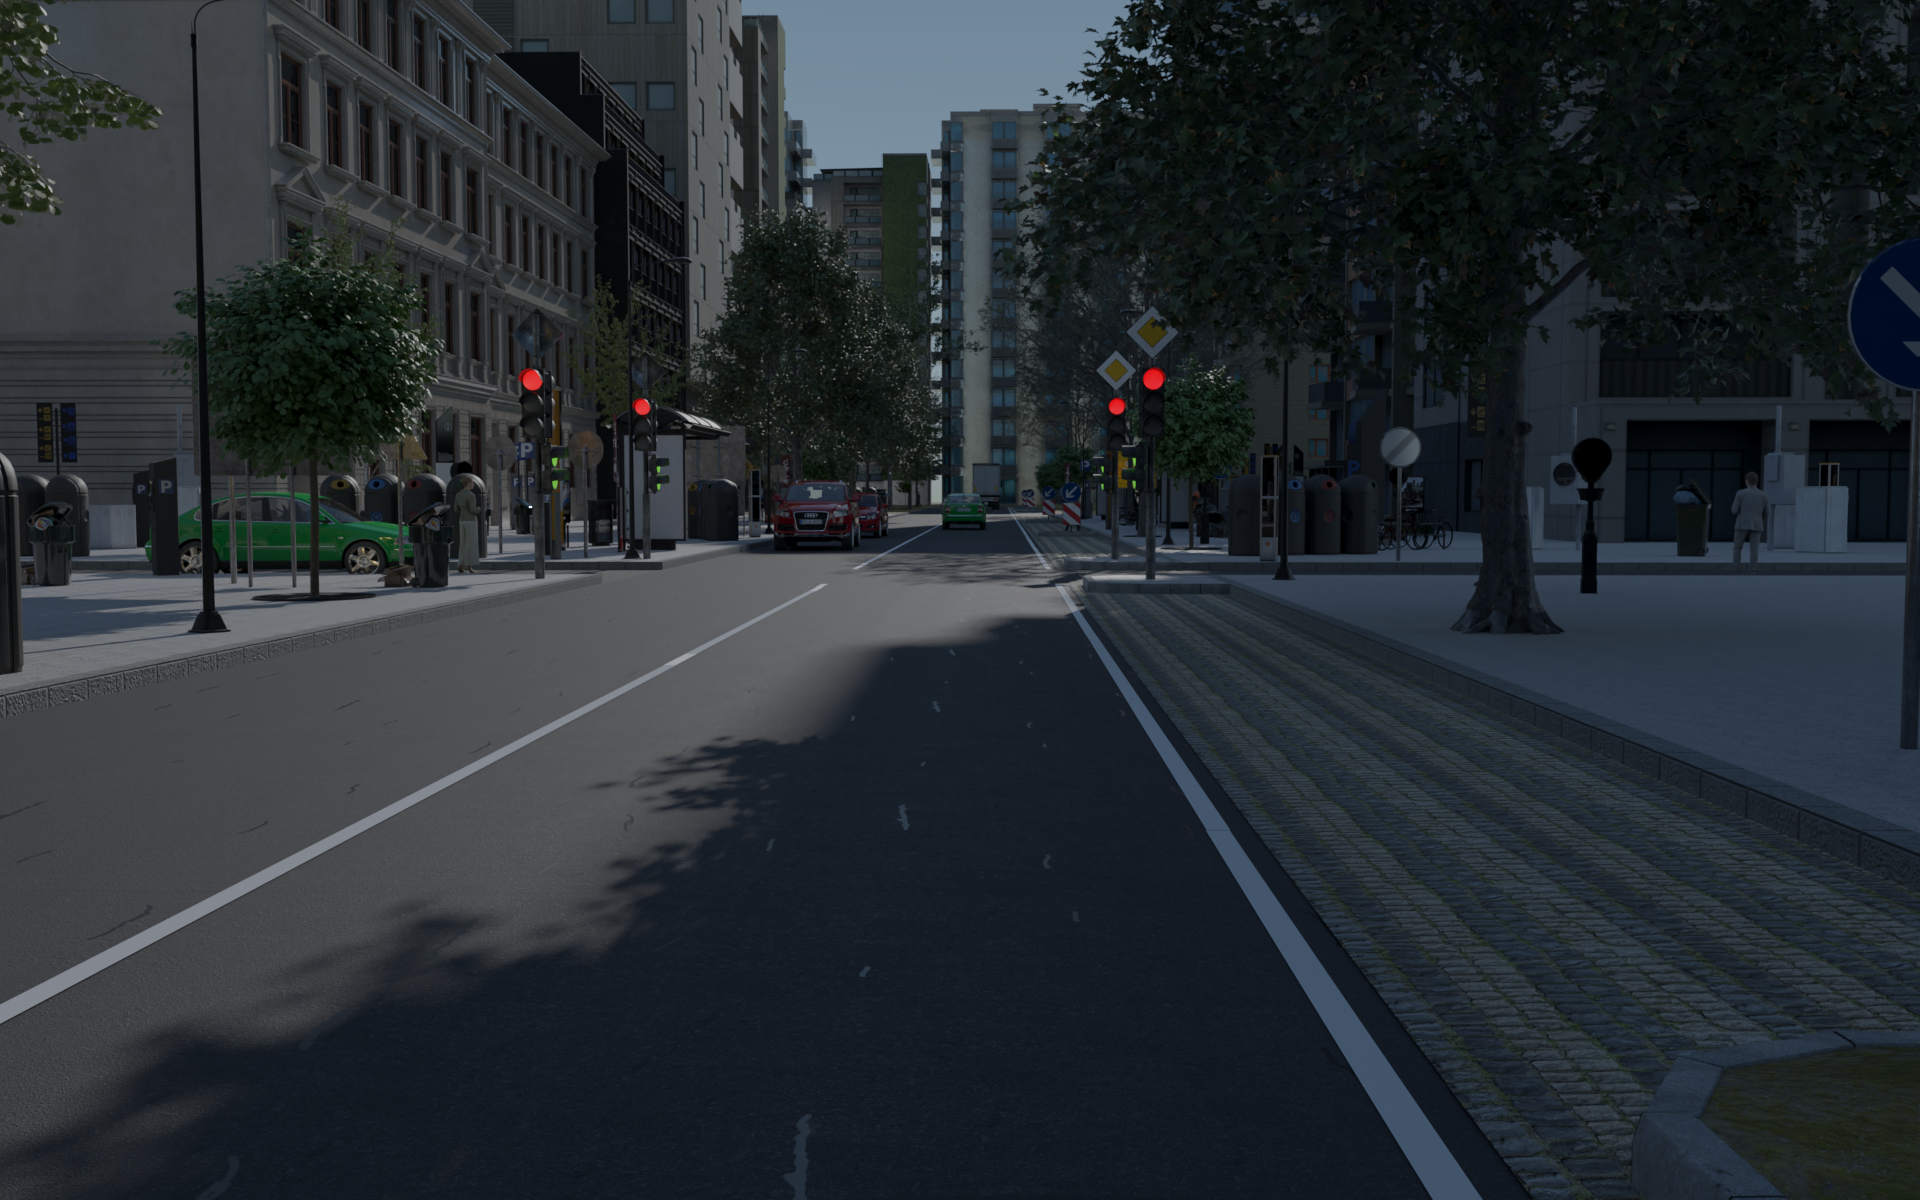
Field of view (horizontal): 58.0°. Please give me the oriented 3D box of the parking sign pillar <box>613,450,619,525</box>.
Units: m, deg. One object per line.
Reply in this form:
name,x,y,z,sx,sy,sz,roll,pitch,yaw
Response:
parking sign pillar,-13.872,-5.129,72.328,1.447,3.967,1.447,-2,4,-29

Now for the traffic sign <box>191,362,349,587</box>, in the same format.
traffic sign,-9.457,-1.826,23.731,2.265,3.308,0.079,0,4,8

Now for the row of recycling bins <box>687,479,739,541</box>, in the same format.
row of recycling bins,-6.927,-2.546,48.735,1.069,1.692,3.534,-1,4,-19

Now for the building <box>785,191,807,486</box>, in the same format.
building,-21.811,-24.218,167.666,14.107,30.474,14.160,0,4,1

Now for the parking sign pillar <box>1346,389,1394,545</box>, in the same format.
parking sign pillar,10.301,-3.393,43.950,1.447,3.967,1.447,3,5,41

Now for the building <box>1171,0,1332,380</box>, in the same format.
building,29.900,-37.694,158.300,21.231,58.520,28.212,0,4,1

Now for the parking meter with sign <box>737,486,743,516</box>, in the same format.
parking meter with sign,-13.021,-6.442,101.593,1.738,3.016,0.543,-1,4,-15

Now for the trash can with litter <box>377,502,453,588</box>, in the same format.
trash can with litter,-7.525,-0.763,23.857,1.055,1.170,0.624,1,4,13

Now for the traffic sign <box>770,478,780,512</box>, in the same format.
traffic sign,-8.739,-5.031,82.253,0.884,2.594,0.081,0,4,6

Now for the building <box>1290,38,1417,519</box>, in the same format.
building,29.108,-26.279,84.283,22.147,44.769,28.867,0,4,1

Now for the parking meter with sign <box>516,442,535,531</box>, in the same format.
parking meter with sign,-14.442,-3.819,58.700,0.543,3.016,1.738,0,4,1

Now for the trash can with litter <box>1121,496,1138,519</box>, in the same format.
trash can with litter,8.728,-4.794,89.768,1.055,1.170,0.624,3,5,39

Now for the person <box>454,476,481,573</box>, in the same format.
person,-8.876,-1.364,31.352,0.519,1.759,0.362,2,4,34

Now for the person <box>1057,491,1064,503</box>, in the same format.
person,11.144,-11.167,191.617,0.750,1.759,0.617,0,4,4

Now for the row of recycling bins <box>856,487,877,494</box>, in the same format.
row of recycling bins,-6.694,-5.970,104.730,3.534,1.692,1.069,1,4,14

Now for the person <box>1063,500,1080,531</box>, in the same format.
person,4.043,-3.351,63.064,0.755,1.850,0.659,2,4,28

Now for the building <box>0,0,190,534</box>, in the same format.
building,-22.922,-13.399,55.224,11.583,22.565,21.152,0,4,1

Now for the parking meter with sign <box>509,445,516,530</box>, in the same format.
parking meter with sign,-15.943,-4.037,62.271,0.543,3.016,1.738,-1,4,-20

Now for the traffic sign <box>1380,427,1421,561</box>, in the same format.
traffic sign,8.407,-2.021,33.143,0.768,2.556,0.104,0,4,8

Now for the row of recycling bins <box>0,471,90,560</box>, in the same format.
row of recycling bins,-19.585,-1.771,36.067,3.534,1.692,1.069,2,4,23

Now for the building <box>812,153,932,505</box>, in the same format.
building,-10.584,-32.240,210.725,14.086,41.232,14.154,0,4,1

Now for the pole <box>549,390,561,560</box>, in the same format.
pole,-7.941,-2.452,33.928,0.158,3.312,0.155,0,3,0

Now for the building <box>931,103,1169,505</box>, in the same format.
building,11.798,-36.426,215.176,30.456,49.044,23.786,0,4,1

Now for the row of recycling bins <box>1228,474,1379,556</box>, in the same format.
row of recycling bins,7.228,-1.800,36.545,3.534,1.692,1.069,-2,4,-23

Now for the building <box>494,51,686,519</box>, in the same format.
building,-22.656,-16.242,95.240,12.332,23.373,15.834,0,4,1

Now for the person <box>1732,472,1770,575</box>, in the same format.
person,13.204,-1.243,29.031,0.606,1.804,0.583,0,4,3

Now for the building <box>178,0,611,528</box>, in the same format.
building,-23.407,-14.691,76.353,11.583,22.565,21.152,0,4,1

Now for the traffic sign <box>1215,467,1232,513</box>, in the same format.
traffic sign,8.705,-3.539,57.971,0.768,2.556,0.104,0,4,5

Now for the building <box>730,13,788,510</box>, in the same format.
building,-22.212,-28.143,143.740,14.154,41.232,14.086,0,4,1

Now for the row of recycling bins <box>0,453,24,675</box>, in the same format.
row of recycling bins,-7.952,-0.386,13.424,1.069,1.692,3.534,-3,4,-36

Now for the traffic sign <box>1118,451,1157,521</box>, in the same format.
traffic sign,7.950,-5.252,79.735,2.265,3.308,0.079,1,4,11

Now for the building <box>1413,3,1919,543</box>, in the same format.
building,27.040,-37.595,52.935,20.611,71.187,20.563,0,4,1

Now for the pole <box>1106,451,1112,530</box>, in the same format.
pole,5.329,-4.173,62.075,0.158,3.312,0.155,0,3,0

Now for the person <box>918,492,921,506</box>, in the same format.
person,-4.542,-11.136,191.498,0.530,1.710,0.541,0,4,4

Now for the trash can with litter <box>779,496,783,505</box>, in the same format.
trash can with litter,-11.049,-5.761,105.573,0.624,1.170,1.055,0,4,5

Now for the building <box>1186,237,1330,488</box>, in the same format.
building,32.280,-17.482,130.866,27.650,21.520,28.899,0,4,1

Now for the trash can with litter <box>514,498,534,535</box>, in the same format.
trash can with litter,-13.532,-2.645,54.626,1.055,1.170,0.624,1,4,13

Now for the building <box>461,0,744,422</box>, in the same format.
building,-30.322,-32.635,122.815,28.713,52.752,27.495,0,4,1

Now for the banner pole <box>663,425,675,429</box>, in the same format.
banner pole,-9.494,-4.011,55.599,0.863,3.779,0.401,2,4,26

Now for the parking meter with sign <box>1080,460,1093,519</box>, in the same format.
parking meter with sign,6.600,-5.728,89.908,0.543,3.016,1.738,1,4,10

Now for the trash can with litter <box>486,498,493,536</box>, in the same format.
trash can with litter,-14.711,-2.507,52.383,1.055,1.170,0.624,-2,4,-29

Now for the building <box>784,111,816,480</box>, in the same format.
building,-33.007,-36.452,215.604,30.456,49.044,23.786,0,4,1

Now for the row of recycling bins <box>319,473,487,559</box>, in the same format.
row of recycling bins,-11.213,-1.699,34.893,3.534,1.692,1.069,1,4,9

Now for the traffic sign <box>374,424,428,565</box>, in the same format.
traffic sign,-8.635,-1.633,26.707,0.884,2.594,0.081,1,4,9

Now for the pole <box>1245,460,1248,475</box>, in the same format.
pole,15.241,-6.012,92.143,0.158,3.312,0.155,0,3,0

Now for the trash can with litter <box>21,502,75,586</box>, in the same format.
trash can with litter,-12.949,-0.792,24.343,1.055,1.170,0.624,2,4,30

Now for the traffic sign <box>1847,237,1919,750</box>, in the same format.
traffic sign,4.784,-0.523,8.653,0.768,2.556,0.104,0,4,4

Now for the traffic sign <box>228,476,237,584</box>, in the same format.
traffic sign,-10.415,-1.508,24.767,0.768,2.556,0.104,1,4,9
